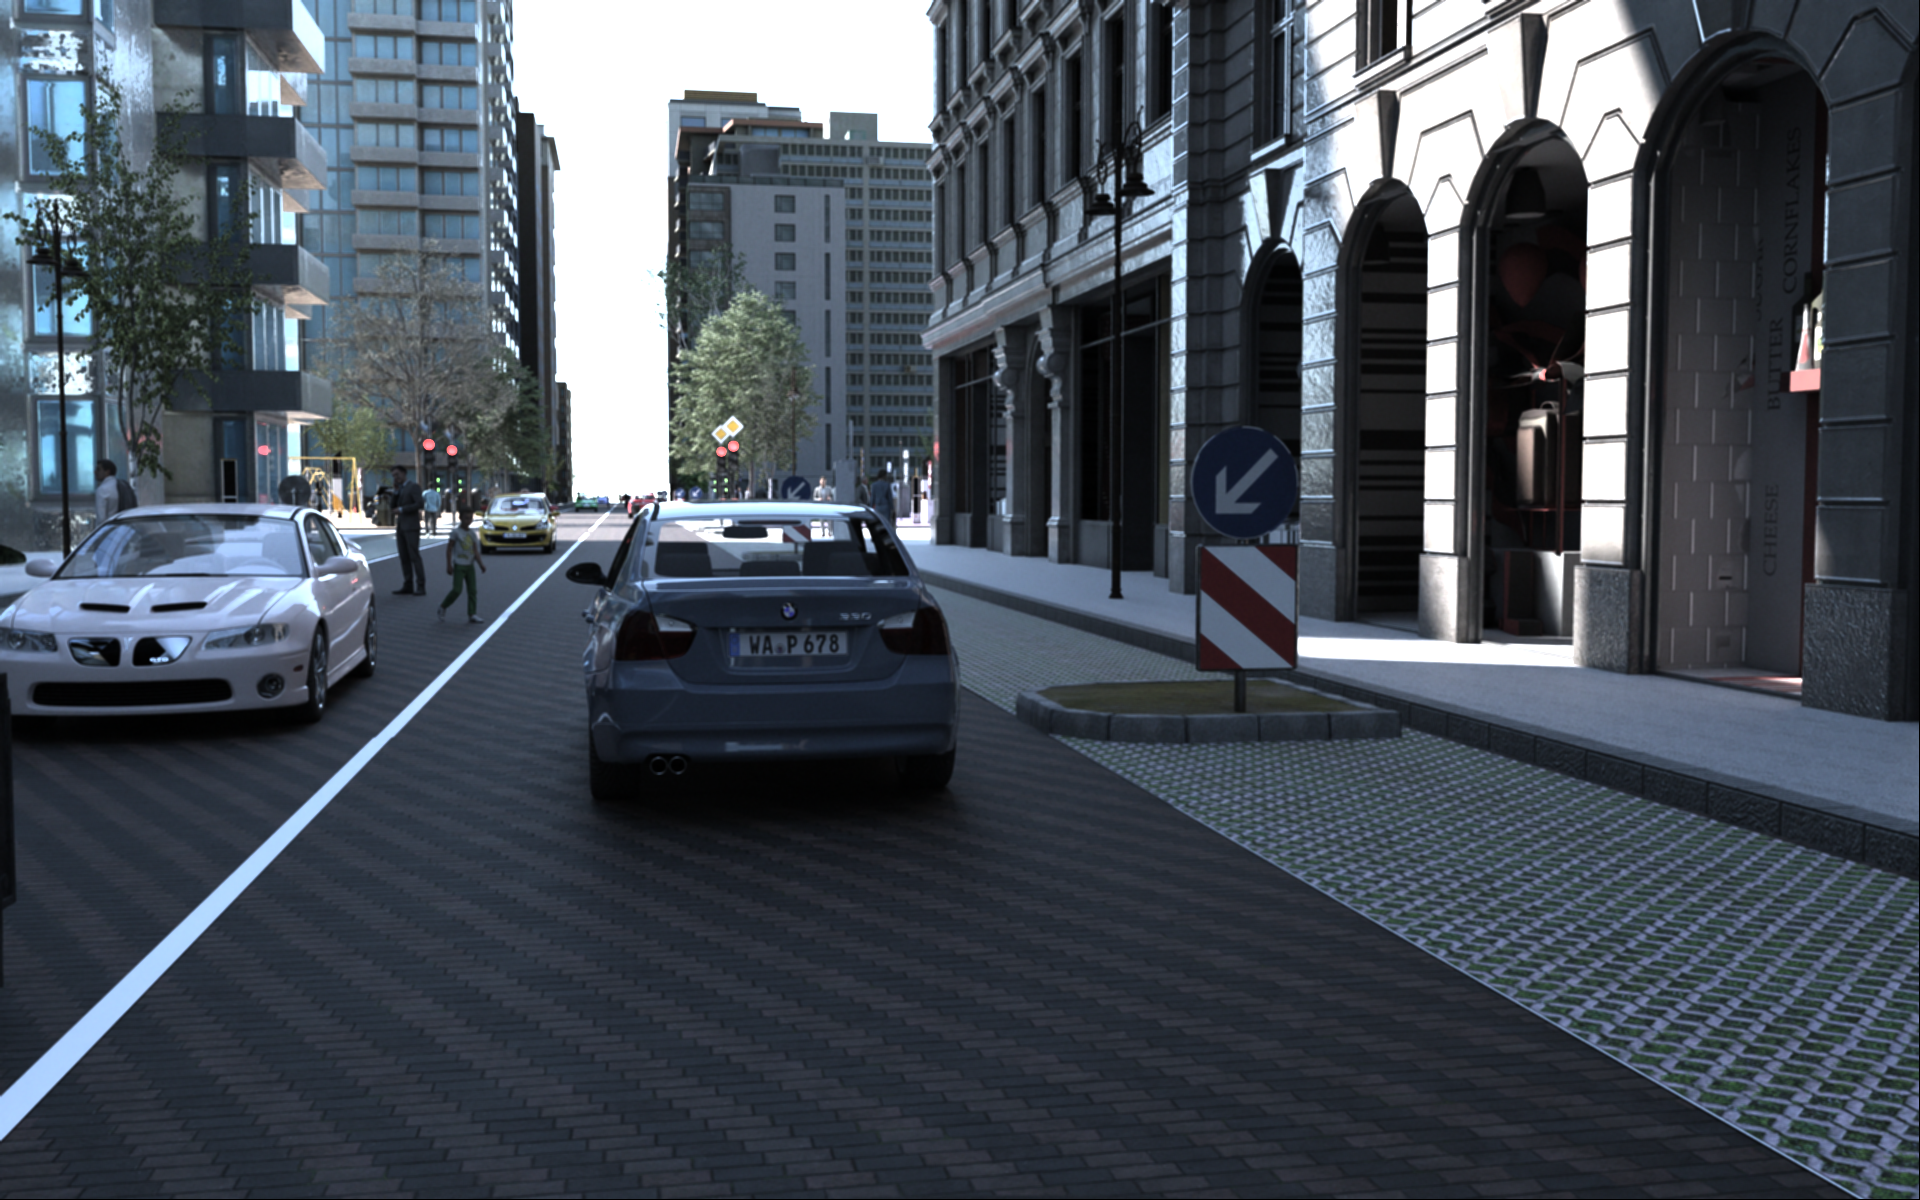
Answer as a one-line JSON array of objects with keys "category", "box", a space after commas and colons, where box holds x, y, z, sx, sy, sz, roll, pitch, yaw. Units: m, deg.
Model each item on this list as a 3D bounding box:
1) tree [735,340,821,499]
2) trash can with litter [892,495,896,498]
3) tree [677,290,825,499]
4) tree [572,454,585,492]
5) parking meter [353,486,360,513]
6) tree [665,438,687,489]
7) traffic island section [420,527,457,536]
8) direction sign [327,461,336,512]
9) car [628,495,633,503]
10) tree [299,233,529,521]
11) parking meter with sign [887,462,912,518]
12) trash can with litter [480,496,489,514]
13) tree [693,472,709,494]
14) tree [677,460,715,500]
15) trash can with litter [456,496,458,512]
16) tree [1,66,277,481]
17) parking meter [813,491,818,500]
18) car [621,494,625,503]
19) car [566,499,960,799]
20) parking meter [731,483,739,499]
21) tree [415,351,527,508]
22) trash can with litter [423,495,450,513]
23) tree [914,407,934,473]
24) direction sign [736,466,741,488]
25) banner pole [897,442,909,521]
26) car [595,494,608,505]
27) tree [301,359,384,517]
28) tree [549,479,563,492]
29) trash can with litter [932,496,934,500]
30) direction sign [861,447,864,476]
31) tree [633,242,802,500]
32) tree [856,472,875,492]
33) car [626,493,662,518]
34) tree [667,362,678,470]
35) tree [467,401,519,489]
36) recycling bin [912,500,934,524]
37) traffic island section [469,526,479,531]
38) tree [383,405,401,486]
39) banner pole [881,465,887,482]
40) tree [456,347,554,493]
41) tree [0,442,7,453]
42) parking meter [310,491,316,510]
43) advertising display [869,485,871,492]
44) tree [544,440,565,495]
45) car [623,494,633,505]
[{"category": "tree", "box": [-9.029, -8.160, 83.783, 4.360, 8.622, 3.978, 0, 3, 0]}, {"category": "trash can with litter", "box": [-4.356, -5.717, 104.529, 1.678, 1.210, 2.233, 2, 4, 31]}, {"category": "tree", "box": [-11.250, -10.935, 96.919, 7.486, 12.596, 7.792, 0, 3, 0]}, {"category": "tree", "box": [-66.465, -21.173, 296.535, 4.360, 8.622, 3.978, 0, 3, 0]}, {"category": "parking meter", "box": [-40.581, -6.777, 116.522, 0.399, 1.863, 0.255, -2, 4, -33]}, {"category": "tree", "box": [-36.786, -16.882, 226.383, 4.737, 8.622, 4.395, 0, 3, 0]}, {"category": "traffic island section", "box": [-18.329, -2.307, 60.001, 2.009, 0.180, 2.903, -1, 4, -11]}, {"category": "direction sign", "box": [-42.831, -7.716, 118.152, 0.379, 3.537, 0.876, -1, 4, -10]}, {"category": "car", "box": [-31.238, -9.505, 167.988, 1.945, 1.354, 3.894, -1, 4, -13]}, {"category": "tree", "box": [-25.622, -10.487, 81.833, 12.009, 13.543, 11.850, 0, 3, 0]}, {"category": "parking meter with sign", "box": [-3.047, -5.975, 93.945, 1.738, 3.016, 0.543, -2, 4, -27]}, {"category": "trash can with litter", "box": [-30.522, -6.165, 112.190, 1.055, 1.170, 0.624, 0, 4, 4]}, {"category": "tree", "box": [-21.810, -9.242, 145.714, 1.663, 3.219, 1.824, 0, 3, 0]}, {"category": "tree", "box": [-22.918, -10.194, 150.389, 4.285, 4.588, 4.351, 0, 3, 0]}, {"category": "trash can with litter", "box": [-35.818, -6.925, 124.610, 1.055, 1.170, 0.624, 0, 4, 4]}, {"category": "tree", "box": [-14.598, -4.931, 30.978, 4.737, 8.622, 4.395, 0, 3, 0]}, {"category": "parking meter", "box": [-11.537, -7.948, 138.359, 0.372, 1.533, 0.369, 0, 3, 0]}, {"category": "car", "box": [-56.021, -17.231, 290.764, 2.155, 1.783, 4.494, -1, 4, -9]}, {"category": "car", "box": [-1.153, 0.150, 9.554, 2.014, 1.417, 4.499, -1, 4, -11]}, {"category": "parking meter", "box": [-11.737, -5.179, 90.391, 0.399, 1.863, 0.255, -1, 4, -11]}, {"category": "tree", "box": [-30.317, -10.605, 107.798, 8.767, 10.594, 7.601, 2, 4, 30]}, {"category": "trash can with litter", "box": [-34.829, -6.372, 115.239, 1.678, 1.210, 2.233, 3, 5, 44]}, {"category": "tree", "box": [-1.668, -11.789, 143.113, 4.737, 8.622, 4.395, 0, 3, 0]}, {"category": "direction sign", "box": [-14.707, -7.522, 114.978, 0.379, 3.537, 0.876, 1, 4, 14]}, {"category": "banner pole", "box": [-2.678, -5.671, 82.734, 0.401, 3.779, 0.863, -3, 4, -39]}, {"category": "car", "box": [-47.624, -13.491, 230.172, 1.945, 1.707, 3.694, -1, 4, -11]}, {"category": "tree", "box": [-34.693, -8.896, 95.811, 4.737, 8.622, 4.395, 0, 3, 0]}, {"category": "tree", "box": [-50.816, -13.574, 216.528, 1.663, 3.219, 1.824, 0, 3, 0]}, {"category": "trash can with litter", "box": [-1.124, -5.232, 96.938, 1.055, 1.170, 0.624, 1, 4, 20]}, {"category": "direction sign", "box": [-4.715, -5.615, 83.804, 0.379, 3.537, 0.876, -1, 4, -12]}, {"category": "tree", "box": [-17.249, -16.659, 128.258, 12.611, 20.169, 13.585, 0, 3, 0]}, {"category": "tree", "box": [-7.994, -9.229, 145.493, 1.663, 3.219, 1.824, 0, 3, 0]}, {"category": "car", "box": [-18.917, -5.787, 103.661, 2.155, 1.783, 4.494, -1, 4, -9]}, {"category": "tree", "box": [-14.590, -11.679, 109.071, 7.486, 12.596, 7.792, 0, 3, 0]}, {"category": "tree", "box": [-33.563, -10.677, 124.930, 4.360, 8.622, 3.978, 0, 3, 0]}, {"category": "recycling bin", "box": [-1.693, -4.050, 78.769, 0.722, 1.027, 0.722, -3, 5, -40]}, {"category": "traffic island section", "box": [-19.836, -2.787, 67.843, 2.009, 0.180, 2.903, -1, 4, -11]}, {"category": "tree", "box": [-42.480, -10.496, 121.974, 4.737, 8.622, 4.395, 0, 3, 0]}, {"category": "banner pole", "box": [-6.394, -9.601, 146.993, 0.863, 3.779, 0.401, 2, 4, 26]}, {"category": "tree", "box": [-35.531, -13.195, 133.858, 7.486, 12.596, 7.792, 0, 3, 0]}, {"category": "tree", "box": [-14.582, -1.813, 24.240, 1.663, 3.219, 1.824, 0, 3, 0]}, {"category": "parking meter", "box": [-46.377, -7.075, 124.089, 0.372, 1.533, 0.369, 0, 3, 0]}, {"category": "advertising display", "box": [-6.062, -6.989, 119.480, 0.123, 1.923, 0.974, 1, 4, 19]}, {"category": "tree", "box": [-50.721, -16.015, 212.209, 4.737, 8.622, 4.395, 0, 3, 0]}, {"category": "car", "box": [-38.586, -11.865, 203.778, 2.009, 1.686, 4.222, -1, 4, -11]}]
